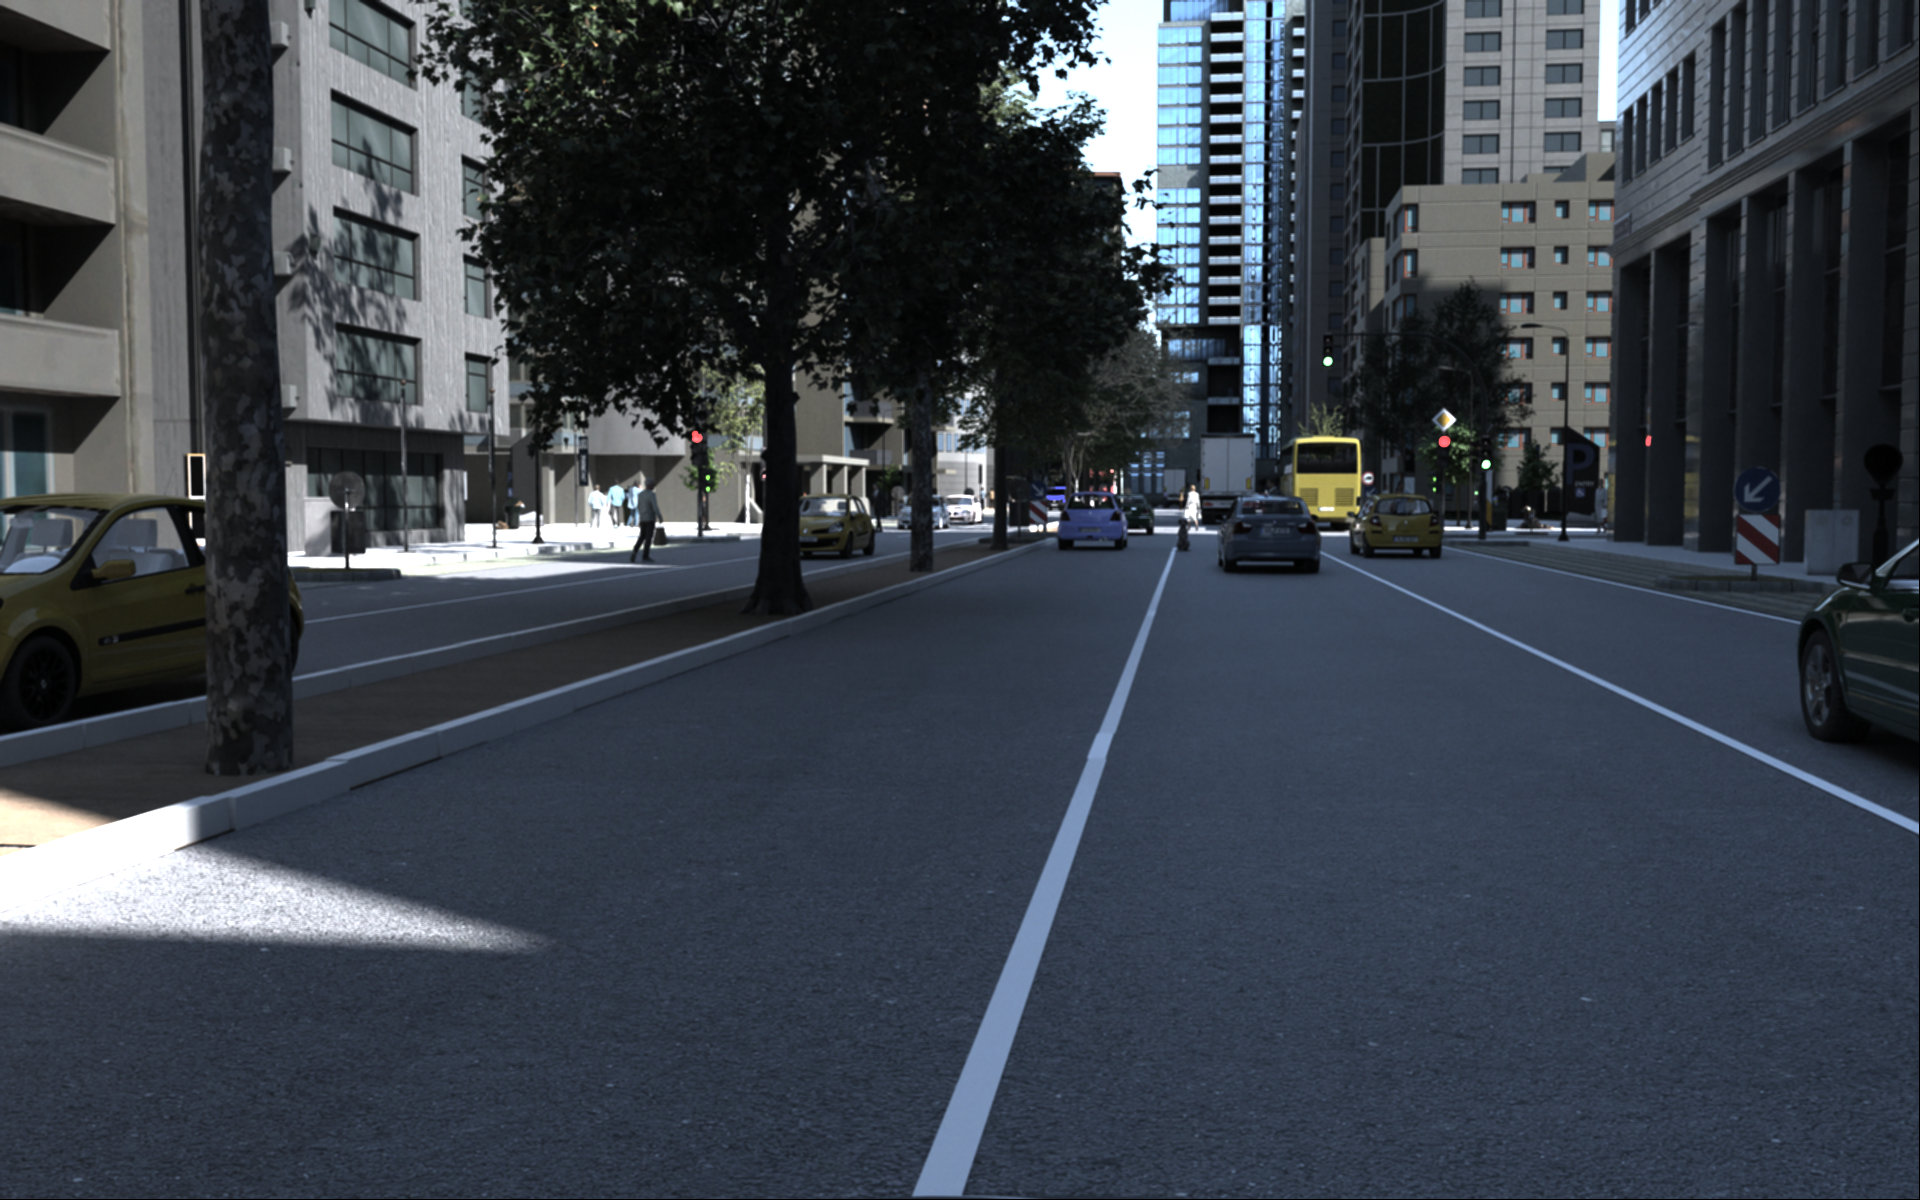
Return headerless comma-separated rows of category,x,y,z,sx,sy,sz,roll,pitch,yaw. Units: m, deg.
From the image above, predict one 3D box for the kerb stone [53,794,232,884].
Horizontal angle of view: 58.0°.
kerb stone,-3.225,0.938,6.857,0.120,0.150,1.000,0,4,8

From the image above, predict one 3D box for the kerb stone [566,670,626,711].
kerb stone,-2.535,0.629,11.924,0.120,0.150,1.000,0,4,8

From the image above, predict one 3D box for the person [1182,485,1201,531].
person,9.075,-3.600,67.706,0.694,1.780,0.624,0,4,-8

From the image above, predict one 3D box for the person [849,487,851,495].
person,-6.017,-5.581,97.720,0.534,1.772,0.576,-1,4,-18

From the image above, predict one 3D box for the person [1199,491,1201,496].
person,27.231,-11.466,196.659,0.721,1.739,1.217,-1,4,-10

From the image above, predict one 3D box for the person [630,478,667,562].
person,-6.527,-1.673,36.337,0.782,1.767,0.515,3,4,38

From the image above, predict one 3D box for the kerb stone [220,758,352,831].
kerb stone,-3.072,0.883,7.869,0.120,0.150,1.000,0,4,8

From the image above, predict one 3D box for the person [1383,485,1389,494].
person,22.650,-5.214,91.869,0.480,1.755,0.524,-2,4,-33

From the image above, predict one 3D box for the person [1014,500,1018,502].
person,5.337,-9.531,162.429,0.990,1.755,0.434,-1,4,-22

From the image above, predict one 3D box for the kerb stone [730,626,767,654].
kerb stone,-1.984,0.380,15.984,0.120,0.150,1.000,0,4,8

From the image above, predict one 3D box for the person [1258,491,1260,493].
person,33.631,-11.403,194.925,0.705,1.826,1.348,1,4,17

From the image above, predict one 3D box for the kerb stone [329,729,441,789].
kerb stone,-2.952,0.815,8.884,0.120,0.150,1.000,0,4,8

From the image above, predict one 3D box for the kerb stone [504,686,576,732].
kerb stone,-2.668,0.690,10.908,0.120,0.150,1.000,0,4,8

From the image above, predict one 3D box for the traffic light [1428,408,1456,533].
traffic light,15.706,-4.129,56.424,0.839,4.253,0.868,0,4,8

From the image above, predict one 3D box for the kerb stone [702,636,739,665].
kerb stone,-2.125,0.445,14.965,0.120,0.150,1.000,0,4,8

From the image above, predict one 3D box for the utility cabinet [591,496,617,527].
utility cabinet,-13.876,-3.455,67.645,1.020,1.237,0.306,-1,4,-10

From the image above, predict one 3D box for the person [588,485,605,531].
person,-12.611,-3.197,60.124,0.589,1.601,0.330,0,4,8

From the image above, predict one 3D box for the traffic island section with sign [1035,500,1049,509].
traffic island section with sign,7.341,-9.298,160.657,1.989,1.847,2.006,0,4,8

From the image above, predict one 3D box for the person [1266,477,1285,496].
person,7.261,-1.933,40.063,0.822,1.834,0.622,0,4,-7

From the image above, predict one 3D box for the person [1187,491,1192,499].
person,14.307,-6.014,106.936,0.635,1.810,0.391,0,4,7

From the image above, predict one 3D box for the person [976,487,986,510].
person,1.829,-8.353,142.600,0.705,1.826,1.348,3,4,36

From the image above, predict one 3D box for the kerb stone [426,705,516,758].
kerb stone,-2.803,0.752,9.895,0.120,0.150,1.000,0,4,8

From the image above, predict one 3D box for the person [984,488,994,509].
person,2.694,-8.584,146.478,1.348,1.812,0.705,0,4,-5

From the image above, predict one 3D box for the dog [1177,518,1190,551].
dog,5.539,-1.642,43.691,0.513,0.831,0.800,3,5,44

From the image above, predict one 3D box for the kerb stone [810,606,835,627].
kerb stone,-1.566,0.196,19.025,0.120,0.150,1.000,0,4,8

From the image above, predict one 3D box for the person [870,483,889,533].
person,-3.089,-3.443,64.577,0.659,1.850,0.755,2,4,34

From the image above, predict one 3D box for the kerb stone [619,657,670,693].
kerb stone,-2.397,0.566,12.939,0.120,0.150,1.000,0,4,8

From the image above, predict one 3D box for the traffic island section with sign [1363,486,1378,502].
traffic island section with sign,19.160,-4.468,81.677,1.989,1.847,2.006,0,4,8

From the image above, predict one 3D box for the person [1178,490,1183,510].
person,19.419,-8.801,152.493,0.705,1.812,1.348,1,4,17

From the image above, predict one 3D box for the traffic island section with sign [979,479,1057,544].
traffic island section with sign,1.664,-2.598,50.617,2.006,1.907,1.989,0,4,8

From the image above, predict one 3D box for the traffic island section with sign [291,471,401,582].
traffic island section with sign,-10.508,-1.243,28.958,1.989,1.847,2.006,0,4,8

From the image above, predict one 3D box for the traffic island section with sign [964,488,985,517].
traffic island section with sign,0.582,-6.248,110.776,1.989,1.847,2.006,0,4,8

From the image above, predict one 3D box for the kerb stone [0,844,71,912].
kerb stone,-3.361,1.000,5.843,0.120,0.150,1.000,0,4,8

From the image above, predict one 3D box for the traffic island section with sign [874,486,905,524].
traffic island section with sign,-3.037,-4.614,84.064,1.989,1.847,2.006,0,4,8

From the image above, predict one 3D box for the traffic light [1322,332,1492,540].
traffic light,12.549,-4.525,48.650,4.771,5.953,1.251,0,4,8

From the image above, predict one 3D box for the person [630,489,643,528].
person,-12.182,-3.604,65.167,0.606,1.804,0.583,-1,4,-13

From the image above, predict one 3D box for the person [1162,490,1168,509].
person,20.105,-9.877,169.854,0.709,1.838,0.599,-2,4,-33

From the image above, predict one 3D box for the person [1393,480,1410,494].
person,11.814,-2.322,46.567,0.616,1.811,0.778,0,4,5

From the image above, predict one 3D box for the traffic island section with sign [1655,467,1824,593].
traffic island section with sign,11.639,-1.067,26.078,1.989,1.847,2.006,0,4,8

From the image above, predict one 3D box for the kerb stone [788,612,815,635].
kerb stone,-1.701,0.260,18.009,0.120,0.150,1.000,0,4,8

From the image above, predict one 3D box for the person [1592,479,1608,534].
person,20.768,-3.033,55.989,0.624,1.780,0.694,-1,4,-13

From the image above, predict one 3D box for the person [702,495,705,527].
person,-10.090,-3.519,68.251,0.362,1.253,0.373,3,5,42

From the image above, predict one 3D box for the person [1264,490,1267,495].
person,24.971,-8.052,140.877,0.721,1.736,1.217,-2,4,-26

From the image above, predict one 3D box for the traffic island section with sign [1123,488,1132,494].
traffic island section with sign,12.752,-7.601,132.418,2.006,1.907,1.989,0,4,8

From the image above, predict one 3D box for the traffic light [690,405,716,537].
traffic light,-7.726,-3.828,51.514,0.839,4.253,0.868,0,4,8

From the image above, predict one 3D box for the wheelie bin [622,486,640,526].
wheelie bin,-13.086,-3.735,68.968,0.693,1.594,0.980,1,4,14

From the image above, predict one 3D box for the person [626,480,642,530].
person,-11.564,-3.369,61.385,0.793,1.790,0.793,0,4,3

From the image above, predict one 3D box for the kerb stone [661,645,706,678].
kerb stone,-2.262,0.504,13.952,0.120,0.150,1.000,0,4,8

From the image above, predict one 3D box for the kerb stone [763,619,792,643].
kerb stone,-1.853,0.318,16.998,0.120,0.150,1.000,0,4,8

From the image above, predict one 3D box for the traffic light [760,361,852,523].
traffic light,-4.569,-5.169,59.181,4.771,5.953,1.251,0,4,8

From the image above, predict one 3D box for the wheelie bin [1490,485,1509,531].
wheelie bin,18.872,-3.225,60.637,0.693,1.594,0.980,1,4,14

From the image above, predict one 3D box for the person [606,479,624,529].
person,-12.682,-3.531,63.798,0.660,1.820,0.620,-2,4,-33
